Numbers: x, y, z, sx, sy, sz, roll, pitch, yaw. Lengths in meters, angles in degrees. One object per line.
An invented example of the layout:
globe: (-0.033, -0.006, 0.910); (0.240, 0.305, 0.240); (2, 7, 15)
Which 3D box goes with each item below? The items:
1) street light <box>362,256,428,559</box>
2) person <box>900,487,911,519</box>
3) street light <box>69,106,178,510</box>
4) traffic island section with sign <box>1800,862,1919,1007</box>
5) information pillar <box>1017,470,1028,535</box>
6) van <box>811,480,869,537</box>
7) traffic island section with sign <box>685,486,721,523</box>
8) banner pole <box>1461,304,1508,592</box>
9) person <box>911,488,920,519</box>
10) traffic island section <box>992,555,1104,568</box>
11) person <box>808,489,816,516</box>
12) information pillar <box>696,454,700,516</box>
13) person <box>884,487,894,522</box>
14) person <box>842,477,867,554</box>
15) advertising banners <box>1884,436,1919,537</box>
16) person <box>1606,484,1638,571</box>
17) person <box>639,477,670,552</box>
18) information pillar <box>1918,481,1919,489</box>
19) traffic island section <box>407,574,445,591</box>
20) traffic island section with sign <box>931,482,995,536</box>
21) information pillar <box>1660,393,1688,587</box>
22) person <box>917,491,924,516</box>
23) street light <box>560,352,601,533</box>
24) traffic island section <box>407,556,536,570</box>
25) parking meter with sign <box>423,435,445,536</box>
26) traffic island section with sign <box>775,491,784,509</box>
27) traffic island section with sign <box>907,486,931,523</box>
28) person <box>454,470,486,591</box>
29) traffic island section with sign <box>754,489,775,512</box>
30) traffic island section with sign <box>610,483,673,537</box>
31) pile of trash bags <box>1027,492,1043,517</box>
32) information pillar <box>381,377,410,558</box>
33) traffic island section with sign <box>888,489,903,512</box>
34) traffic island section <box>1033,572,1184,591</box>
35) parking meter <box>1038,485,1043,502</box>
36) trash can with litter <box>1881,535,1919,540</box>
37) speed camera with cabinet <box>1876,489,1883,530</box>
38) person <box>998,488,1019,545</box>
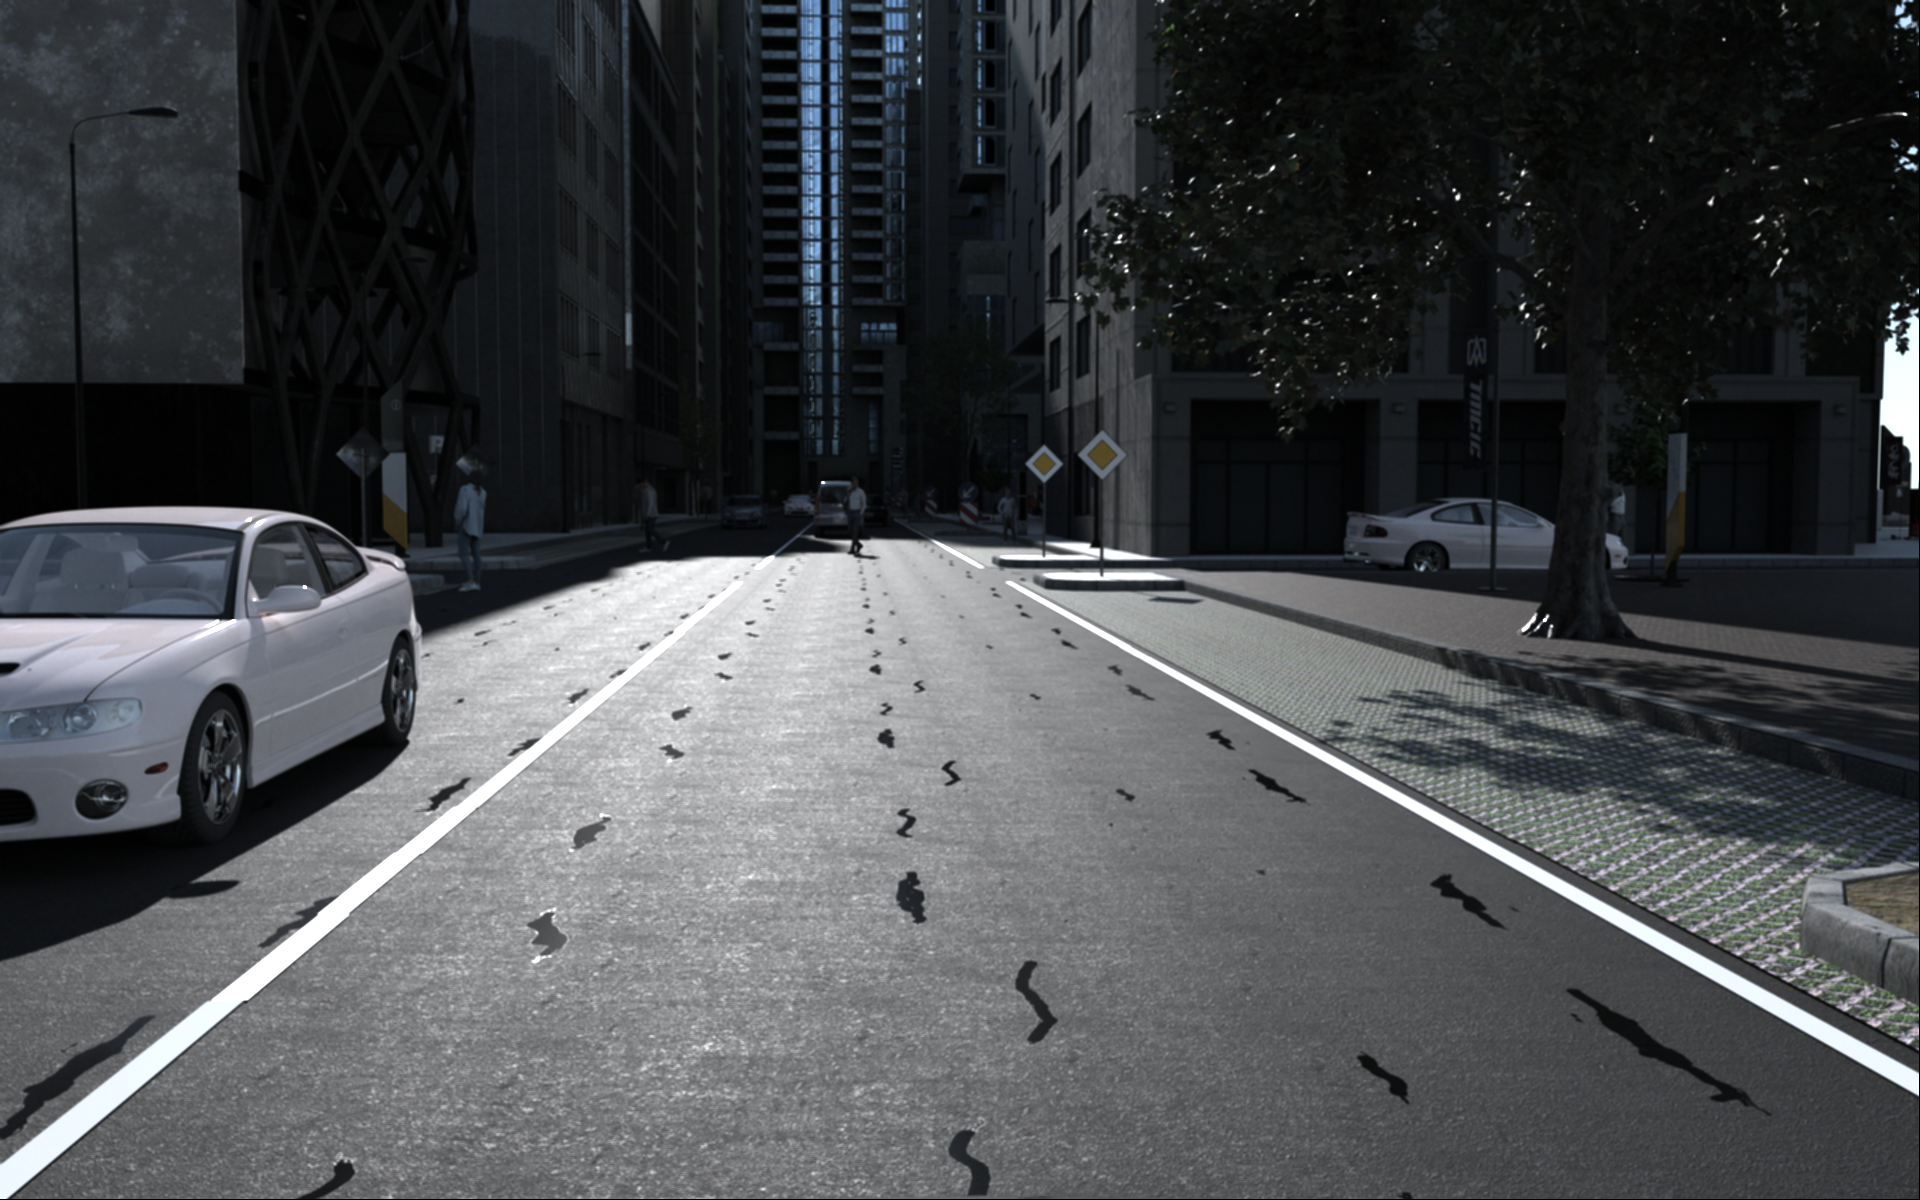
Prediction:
street light: (-11.065, -3.752, 33.880); (1.470, 5.913, 1.316); (0, 4, -4)
person: (-3.179, -5.499, 98.530); (0.853, 1.813, 0.709); (-3, 4, -38)
street light: (-10.071, -2.956, 20.878); (1.470, 5.913, 1.316); (0, 4, -4)
traffic island section with sign: (3.643, 0.222, 4.998); (1.989, 1.847, 2.006); (0, 4, -4)
information pillar: (1.932, -3.023, 53.916); (0.304, 2.012, 0.304); (0, 4, -6)
van: (-4.101, -3.178, 58.967); (2.013, 2.044, 4.112); (0, 4, -3)
traffic island section with sign: (-12.551, -4.728, 85.930); (1.989, 1.847, 2.006); (0, 4, -4)
banner pole: (6.975, -2.023, 23.085); (0.401, 3.779, 0.863); (-2, 4, -24)
person: (-2.389, -5.338, 96.021); (0.529, 1.795, 0.600); (-2, 4, -34)
traffic island section: (1.712, -0.774, 34.938); (2.009, 0.180, 2.903); (0, 4, -4)
person: (-9.480, -6.245, 111.129); (0.750, 1.759, 0.617); (0, 4, 6)
information pillar: (-15.320, -6.725, 101.301); (0.183, 3.616, 0.504); (0, 4, -4)
person: (-3.604, -4.826, 87.498); (0.778, 1.811, 0.616); (3, 4, 38)
person: (-2.549, -2.016, 41.556); (0.679, 1.850, 0.850); (2, 4, 25)
advertising banners: (28.789, -3.409, 51.918); (0.090, 3.025, 2.074); (-3, 5, -45)
person: (12.065, -1.427, 31.930); (0.850, 1.850, 0.679); (2, 4, 34)
person: (-7.539, -2.099, 42.662); (0.795, 1.843, 0.661); (0, 4, -1)
information pillar: (55.753, -5.868, 100.441); (0.304, 2.012, 0.304); (2, 4, 24)
traffic island section: (-9.044, -0.243, 26.252); (2.009, 0.180, 2.903); (0, 4, -4)
traffic island section with sign: (0.134, -3.111, 59.487); (1.989, 1.847, 2.006); (0, 4, -4)
information pillar: (9.858, -1.985, 23.816); (0.183, 3.616, 0.504); (0, 4, 3)
person: (-2.594, -6.177, 110.956); (0.593, 1.643, 0.415); (-1, 4, -11)
street light: (-12.424, -5.149, 56.724); (1.470, 5.913, 1.316); (0, 4, -4)
traffic island section: (-9.556, -0.730, 34.221); (2.009, 0.180, 2.903); (0, 4, -4)
parking meter with sign: (-15.833, -3.412, 52.049); (0.543, 3.016, 1.738); (-2, 4, -27)
traffic island section with sign: (-17.571, -9.496, 163.884); (1.989, 1.847, 2.006); (0, 4, -4)
traffic island section with sign: (-1.595, -4.756, 86.386); (1.989, 1.847, 2.006); (0, 4, -4)
person: (-7.270, -1.040, 25.774); (0.793, 1.790, 0.793); (0, 4, -8)
traffic island section with sign: (-15.807, -7.824, 136.544); (1.989, 1.847, 2.006); (0, 4, -4)
traffic island section with sign: (-10.823, -3.083, 59.030); (1.989, 1.847, 2.006); (0, 4, -4)
pile of trash bags: (4.975, -5.606, 101.402); (1.912, 1.369, 3.447); (2, 4, 31)
information pillar: (-11.360, -2.658, 34.807); (0.504, 3.616, 0.183); (0, 4, 6)
traffic island section with sign: (-4.848, -7.848, 136.946); (1.989, 1.847, 2.006); (0, 4, -4)
traffic island section: (2.225, -0.287, 26.970); (2.009, 0.180, 2.903); (0, 4, -4)
parking meter: (5.068, -6.227, 107.524); (0.399, 1.863, 0.255); (1, 4, 16)
trash can with litter: (26.878, -2.306, 48.754); (2.233, 1.210, 1.678); (0, 4, -4)
speed camera with cabinet: (31.741, -4.076, 60.973); (2.038, 3.252, 0.660); (-3, 4, -36)
person: (1.350, -2.344, 48.632); (0.589, 1.601, 0.330); (0, 4, -5)
